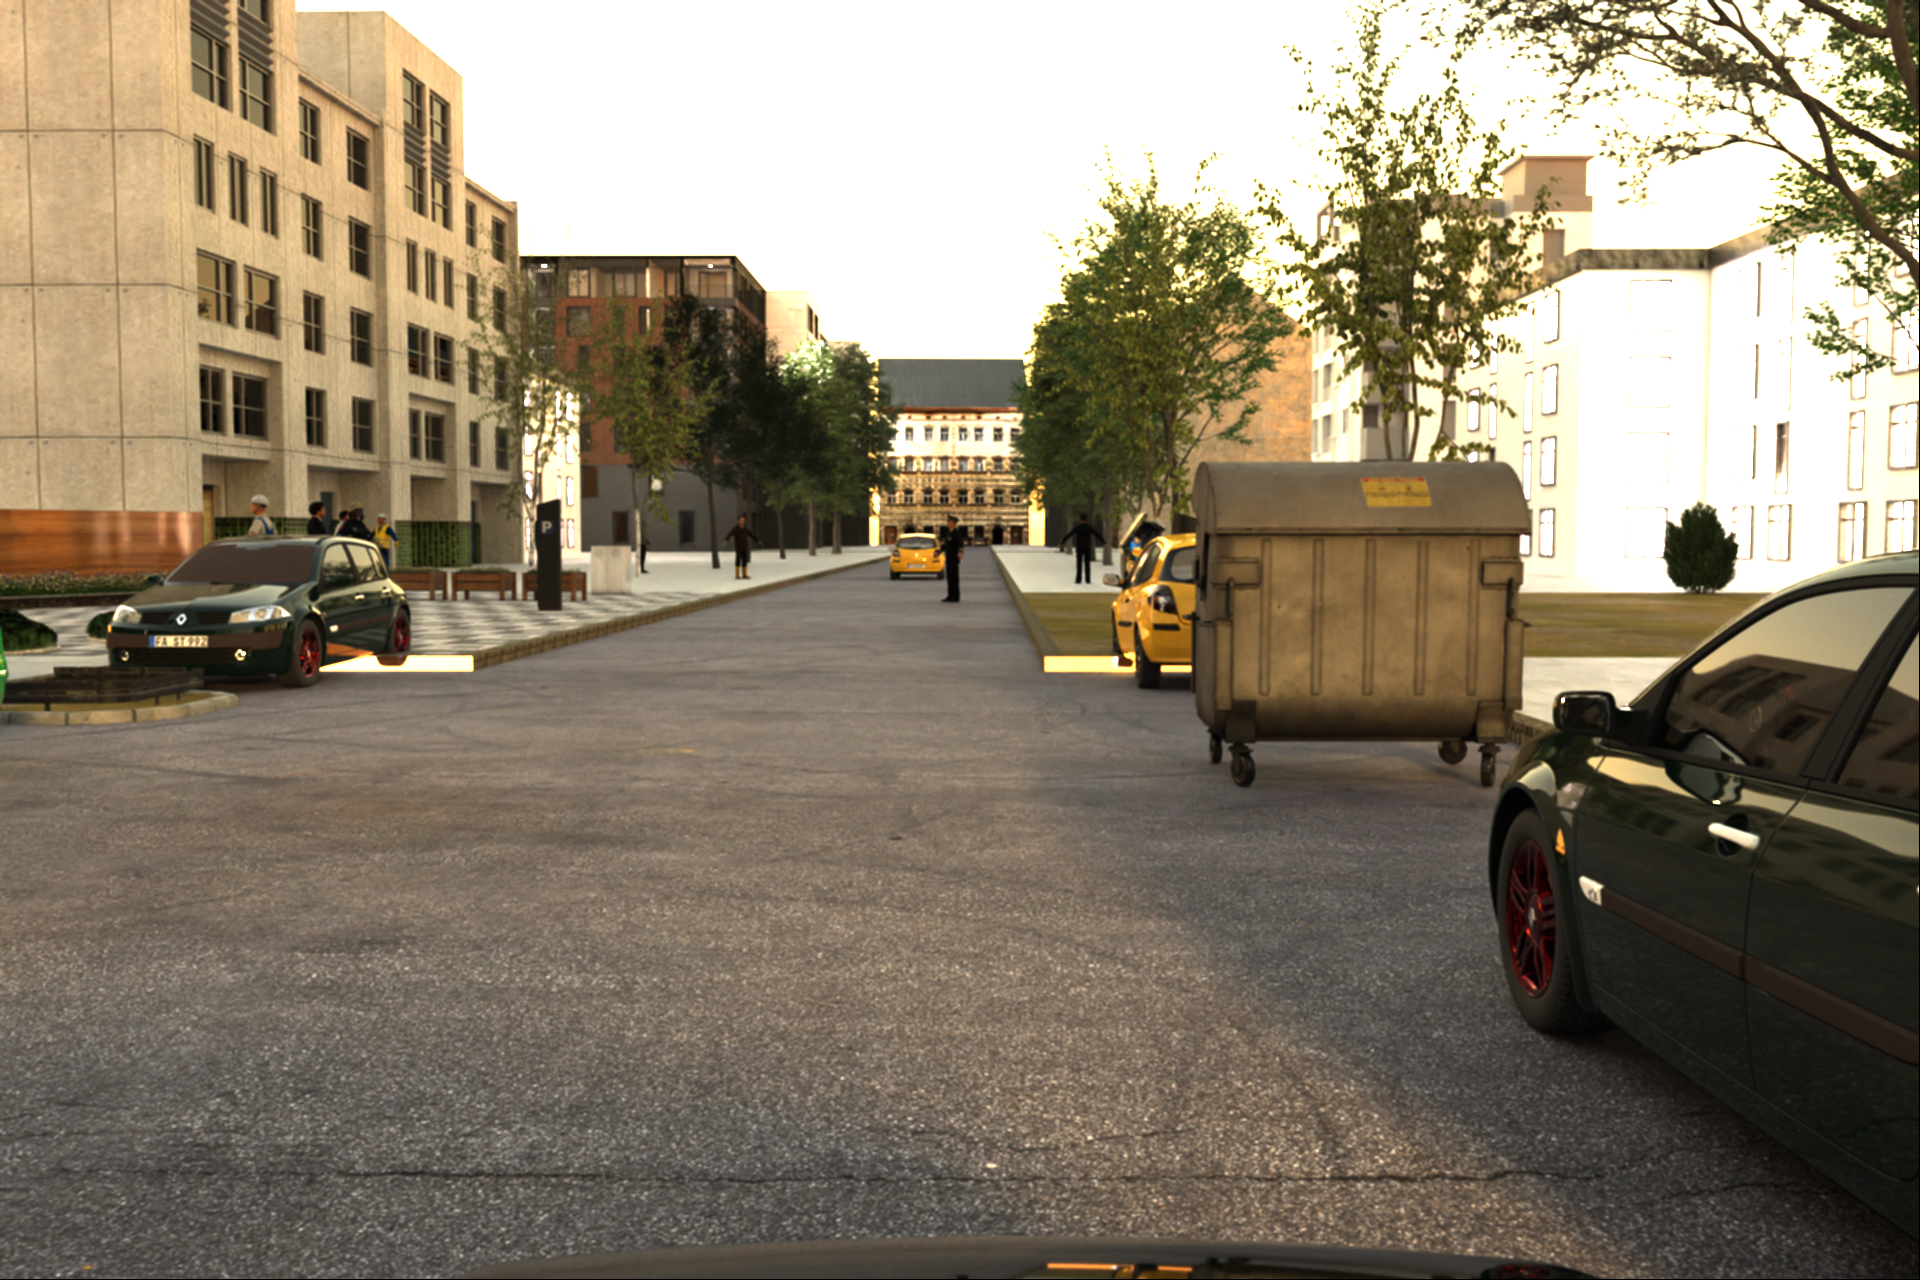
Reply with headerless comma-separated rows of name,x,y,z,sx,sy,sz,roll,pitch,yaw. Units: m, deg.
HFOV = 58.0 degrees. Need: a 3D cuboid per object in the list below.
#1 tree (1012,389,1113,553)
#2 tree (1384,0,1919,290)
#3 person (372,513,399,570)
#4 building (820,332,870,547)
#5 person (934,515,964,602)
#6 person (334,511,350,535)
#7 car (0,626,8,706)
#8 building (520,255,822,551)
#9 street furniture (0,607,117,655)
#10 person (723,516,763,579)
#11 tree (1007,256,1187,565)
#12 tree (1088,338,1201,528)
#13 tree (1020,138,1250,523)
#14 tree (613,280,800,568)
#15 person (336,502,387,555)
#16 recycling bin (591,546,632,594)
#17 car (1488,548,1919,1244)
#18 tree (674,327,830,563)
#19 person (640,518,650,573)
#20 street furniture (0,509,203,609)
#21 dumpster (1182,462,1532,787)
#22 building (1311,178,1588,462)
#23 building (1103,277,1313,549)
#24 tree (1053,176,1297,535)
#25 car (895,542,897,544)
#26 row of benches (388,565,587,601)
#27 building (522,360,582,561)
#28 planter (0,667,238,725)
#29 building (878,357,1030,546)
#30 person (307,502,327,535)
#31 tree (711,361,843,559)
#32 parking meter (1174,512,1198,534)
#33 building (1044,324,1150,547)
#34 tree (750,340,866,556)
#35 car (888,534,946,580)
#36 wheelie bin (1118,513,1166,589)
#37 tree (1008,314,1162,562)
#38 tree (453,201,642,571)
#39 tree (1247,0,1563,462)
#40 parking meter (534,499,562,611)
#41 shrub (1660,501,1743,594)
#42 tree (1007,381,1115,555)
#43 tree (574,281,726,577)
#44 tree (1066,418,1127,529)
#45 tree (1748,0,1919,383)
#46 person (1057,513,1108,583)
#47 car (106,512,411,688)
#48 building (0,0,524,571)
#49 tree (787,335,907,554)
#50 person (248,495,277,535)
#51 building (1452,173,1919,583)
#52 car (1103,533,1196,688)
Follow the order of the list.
tree,7.214,-11.864,119.726,9.928,11.665,9.643,0,3,0
tree,8.027,-6.310,13.535,12.009,13.543,11.850,0,3,0
person,-15.465,-2.467,46.305,1.349,1.833,0.705,2,4,28
building,-24.498,-20.614,181.010,27.936,21.610,32.646,0,4,1
person,-0.184,-1.721,36.526,0.705,1.837,1.347,-2,4,-23
person,-13.851,-2.014,39.121,0.705,1.806,1.347,0,4,5
car,-6.747,0.010,8.633,1.959,1.807,4.718,0,4,1
building,-26.775,-18.312,143.378,27.936,21.610,32.646,0,4,0
street furniture,-13.309,-0.298,20.501,10.072,0.657,5.734,0,4,2
person,-6.245,-2.659,49.609,1.346,1.812,0.704,-3,5,-41
tree,5.649,-9.318,70.480,7.486,12.596,7.792,0,3,0
tree,6.368,-6.788,61.340,4.737,8.622,4.395,0,3,0
tree,3.477,-4.984,31.847,4.737,8.622,4.395,0,3,0
tree,-9.440,-7.948,64.369,7.601,10.594,8.767,0,4,-2
person,-10.788,-1.544,31.023,0.705,1.856,1.354,1,4,20
recycling bin,-7.469,-1.502,37.104,0.722,1.027,0.722,0,4,2
car,2.474,0.368,3.770,2.009,1.686,4.222,0,4,1
tree,-9.208,-8.741,77.324,7.601,10.594,8.767,-2,4,-34
person,-10.462,-3.122,57.174,0.705,1.813,1.348,-1,4,-20
street furniture,-18.032,-1.529,31.856,11.010,1.723,9.812,1,4,22
dumpster,2.306,-0.126,10.279,1.865,1.857,1.264,0,4,1
building,25.393,-14.819,98.714,16.016,20.090,11.380,0,4,1
building,22.979,-19.878,155.934,19.493,23.208,18.063,0,4,0
tree,6.279,-7.671,51.181,9.928,11.665,9.643,0,3,0
car,-2.083,-4.458,84.684,2.131,1.459,4.920,0,4,1
row of benches,-9.324,-1.112,33.651,4.104,0.672,1.422,1,4,9
building,-25.014,-9.286,93.966,9.099,9.664,28.070,0,4,0
planter,-7.032,0.436,14.004,1.991,0.319,1.994,0,4,0
building,-1.118,-23.332,214.858,18.063,23.208,19.493,0,4,-2
person,-10.464,-1.354,28.327,0.705,1.806,1.347,-2,4,-26
tree,-9.419,-9.436,88.694,7.601,10.594,8.767,1,4,12
parking meter,2.661,-0.714,20.089,0.372,1.533,0.369,0,3,0
building,22.874,-20.850,184.878,27.936,21.610,32.646,0,4,1
tree,-9.058,-11.219,101.559,7.486,12.596,7.792,0,3,0
car,-1.336,-2.779,55.660,2.015,1.641,3.980,0,4,0
wheelie bin,2.702,-1.084,25.635,0.693,1.594,0.980,0,4,-1
tree,6.093,-9.495,80.995,9.928,11.665,9.643,0,3,0
tree,-9.902,-5.424,39.053,4.360,8.622,3.978,0,3,0
tree,5.969,-4.461,23.292,4.737,8.622,4.395,0,3,0
parking meter,-6.889,-1.423,28.972,0.399,1.863,0.255,0,4,0
shrub,16.004,-2.018,37.410,1.690,2.028,1.600,0,3,0
tree,6.480,-11.584,107.525,7.486,12.596,7.792,0,3,0
tree,-9.315,-6.166,51.183,4.737,8.622,4.395,0,3,0
tree,7.077,-8.595,90.892,4.737,8.622,4.395,0,3,0
tree,16.613,-6.249,27.920,9.928,11.665,9.643,0,3,0
person,3.207,-2.393,45.056,1.347,1.837,0.705,0,4,-4
car,-6.905,-0.465,17.391,2.009,1.686,4.222,0,4,1
building,-27.733,-11.783,59.107,16.747,18.905,31.486,0,4,2
tree,-8.049,-12.626,113.087,9.857,13.997,8.962,0,3,0
person,-10.073,-1.164,24.892,0.705,1.847,1.347,0,4,3
building,22.732,-6.665,51.122,9.099,9.664,28.070,0,4,1
car,2.495,-0.446,17.514,2.015,1.641,3.980,0,4,0
